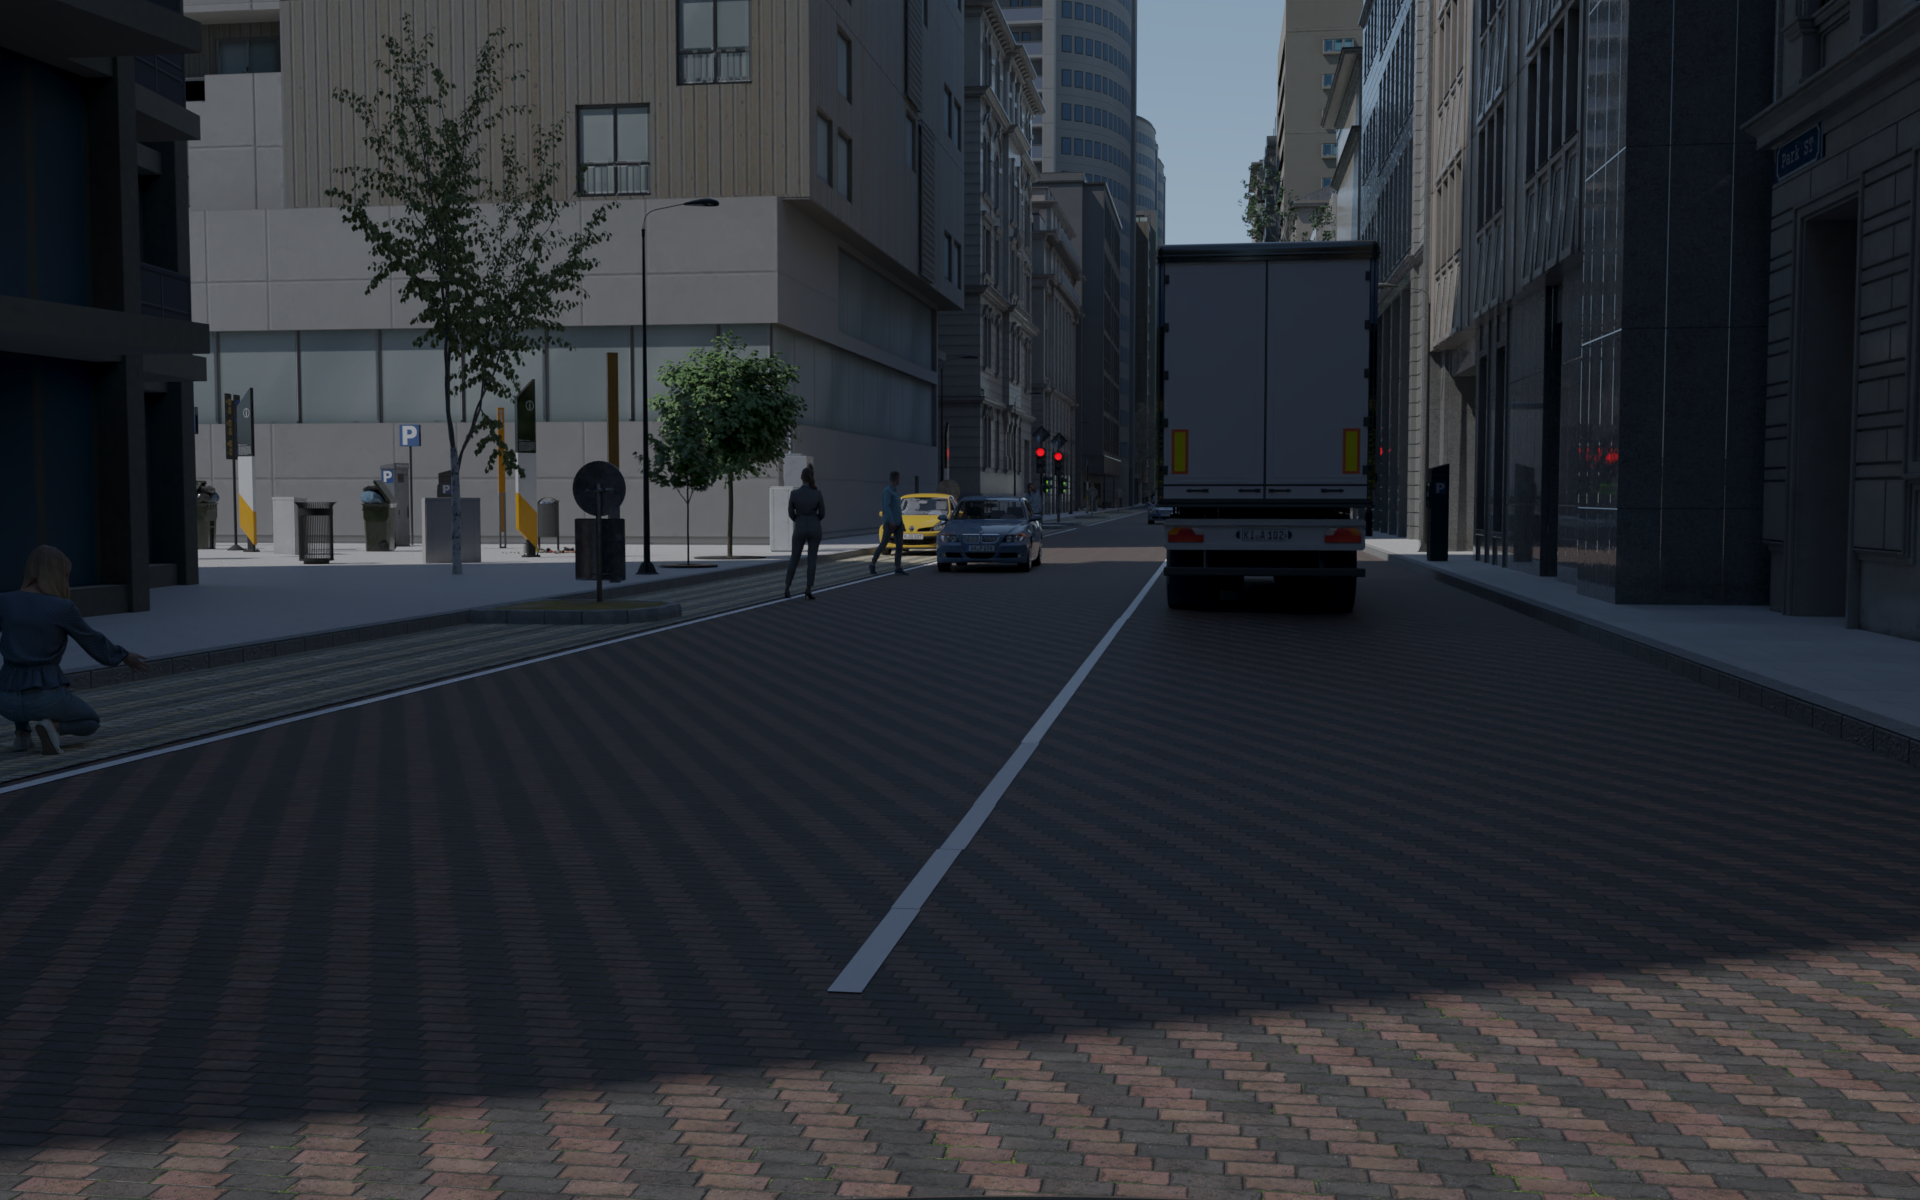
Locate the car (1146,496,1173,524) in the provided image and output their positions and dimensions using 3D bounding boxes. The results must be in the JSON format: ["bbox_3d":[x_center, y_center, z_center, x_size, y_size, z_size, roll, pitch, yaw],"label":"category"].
[{"bbox_3d":[10.005,-4.385,83.701,2.014,1.417,4.499,1,4,8],"label":"car"}]

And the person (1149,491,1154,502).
[{"bbox_3d":[21.525,-11.341,194.375,0.568,1.767,0.683,1,4,17],"label":"person"}]

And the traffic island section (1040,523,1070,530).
[{"bbox_3d":[3.294,-2.976,70.945,2.009,0.180,2.903,1,4,8],"label":"traffic island section"}]

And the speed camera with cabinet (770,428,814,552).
[{"bbox_3d":[-3.800,-2.749,39.274,0.660,3.252,2.038,0,4,8],"label":"speed camera with cabinet"}]

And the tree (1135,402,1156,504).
[{"bbox_3d":[23.557,-19.439,228.197,12.009,13.543,11.850,0,3,0],"label":"tree"}]

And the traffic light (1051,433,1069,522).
[{"bbox_3d":[4.504,-5.491,78.703,0.839,4.253,0.868,1,4,8],"label":"traffic light"}]

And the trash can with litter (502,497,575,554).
[{"bbox_3d":[-8.666,-1.620,37.550,2.233,1.210,1.678,1,4,23],"label":"trash can with litter"}]

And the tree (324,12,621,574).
[{"bbox_3d":[-7.806,-4.714,27.438,4.737,8.622,4.395,0,3,0],"label":"tree"}]

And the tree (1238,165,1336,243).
[{"bbox_3d":[19.350,-14.988,100.937,12.611,20.169,13.585,0,3,0],"label":"tree"}]

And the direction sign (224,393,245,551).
[{"bbox_3d":[-16.477,-2.894,39.315,0.379,3.537,0.876,0,4,-3],"label":"direction sign"}]

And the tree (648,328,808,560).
[{"bbox_3d":[-4.647,-3.097,34.352,4.285,4.588,4.351,0,3,0],"label":"tree"}]

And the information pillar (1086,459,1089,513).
[{"bbox_3d":[8.569,-7.660,116.595,0.183,3.616,0.504,0,4,0],"label":"information pillar"}]

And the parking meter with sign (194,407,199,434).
[{"bbox_3d":[-15.733,-2.302,33.895,0.543,3.016,1.738,1,4,19],"label":"parking meter with sign"}]

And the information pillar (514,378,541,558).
[{"bbox_3d":[-8.760,-2.669,34.998,0.183,3.616,0.504,3,4,36],"label":"information pillar"}]

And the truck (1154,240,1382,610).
[{"bbox_3d":[4.275,-2.198,24.850,2.839,4.237,11.283,1,4,9],"label":"truck"}]

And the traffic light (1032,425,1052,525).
[{"bbox_3d":[3.332,-5.008,70.804,0.839,4.253,0.868,1,4,8],"label":"traffic light"}]

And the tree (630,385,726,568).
[{"bbox_3d":[-4.699,-2.190,30.415,1.663,3.219,1.824,0,3,0],"label":"tree"}]

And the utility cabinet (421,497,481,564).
[{"bbox_3d":[-9.479,-1.291,32.277,1.020,1.237,0.306,-2,4,-30],"label":"utility cabinet"}]

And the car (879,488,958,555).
[{"bbox_3d":[-0.838,-1.917,41.573,2.015,1.641,3.980,0,4,8],"label":"car"}]

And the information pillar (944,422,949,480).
[{"bbox_3d":[-0.426,-3.957,56.052,0.183,3.616,0.504,0,4,7],"label":"information pillar"}]

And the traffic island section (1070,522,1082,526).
[{"bbox_3d":[4.466,-3.460,78.844,2.009,0.180,2.903,1,4,8],"label":"traffic island section"}]

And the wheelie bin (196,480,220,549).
[{"bbox_3d":[-17.653,-1.980,40.286,0.693,1.594,0.980,0,4,1],"label":"wheelie bin"}]

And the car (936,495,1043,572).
[{"bbox_3d":[0.625,-1.317,33.530,2.014,1.417,4.499,0,4,7],"label":"car"}]

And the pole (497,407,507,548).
[{"bbox_3d":[-10.824,-2.878,40.898,0.158,3.312,0.155,0,3,0],"label":"pole"}]

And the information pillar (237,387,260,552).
[{"bbox_3d":[-15.743,-2.868,38.252,0.504,3.616,0.183,2,4,31],"label":"information pillar"}]

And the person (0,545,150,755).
[{"bbox_3d":[-5.195,0.264,9.682,1.012,1.151,0.738,0,4,-4],"label":"person"}]

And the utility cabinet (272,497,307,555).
[{"bbox_3d":[-14.228,-1.568,36.806,1.020,1.237,0.306,3,5,43],"label":"utility cabinet"}]

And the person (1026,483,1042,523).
[{"bbox_3d":[2.389,-2.879,55.835,0.793,1.790,0.793,2,4,23],"label":"person"}]

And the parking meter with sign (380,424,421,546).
[{"bbox_3d":[-13.944,-2.837,42.646,0.543,3.016,1.738,1,4,12],"label":"parking meter with sign"}]

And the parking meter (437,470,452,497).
[{"bbox_3d":[-11.989,-2.122,40.409,0.399,1.863,0.255,-1,4,-14],"label":"parking meter"}]

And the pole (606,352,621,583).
[{"bbox_3d":[-5.013,-1.908,25.047,0.158,3.312,0.155,0,3,0],"label":"pole"}]

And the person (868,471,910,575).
[{"bbox_3d":[-1.242,-1.364,30.660,0.748,1.841,0.638,2,4,30],"label":"person"}]

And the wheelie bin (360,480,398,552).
[{"bbox_3d":[-12.999,-1.884,38.716,0.693,1.594,0.980,0,4,-3],"label":"wheelie bin"}]

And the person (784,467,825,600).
[{"bbox_3d":[-2.120,-0.907,23.610,0.520,1.790,0.573,-1,4,-17],"label":"person"}]

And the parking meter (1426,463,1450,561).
[{"bbox_3d":[9.117,-1.674,33.084,0.399,1.863,0.255,0,4,0],"label":"parking meter"}]
